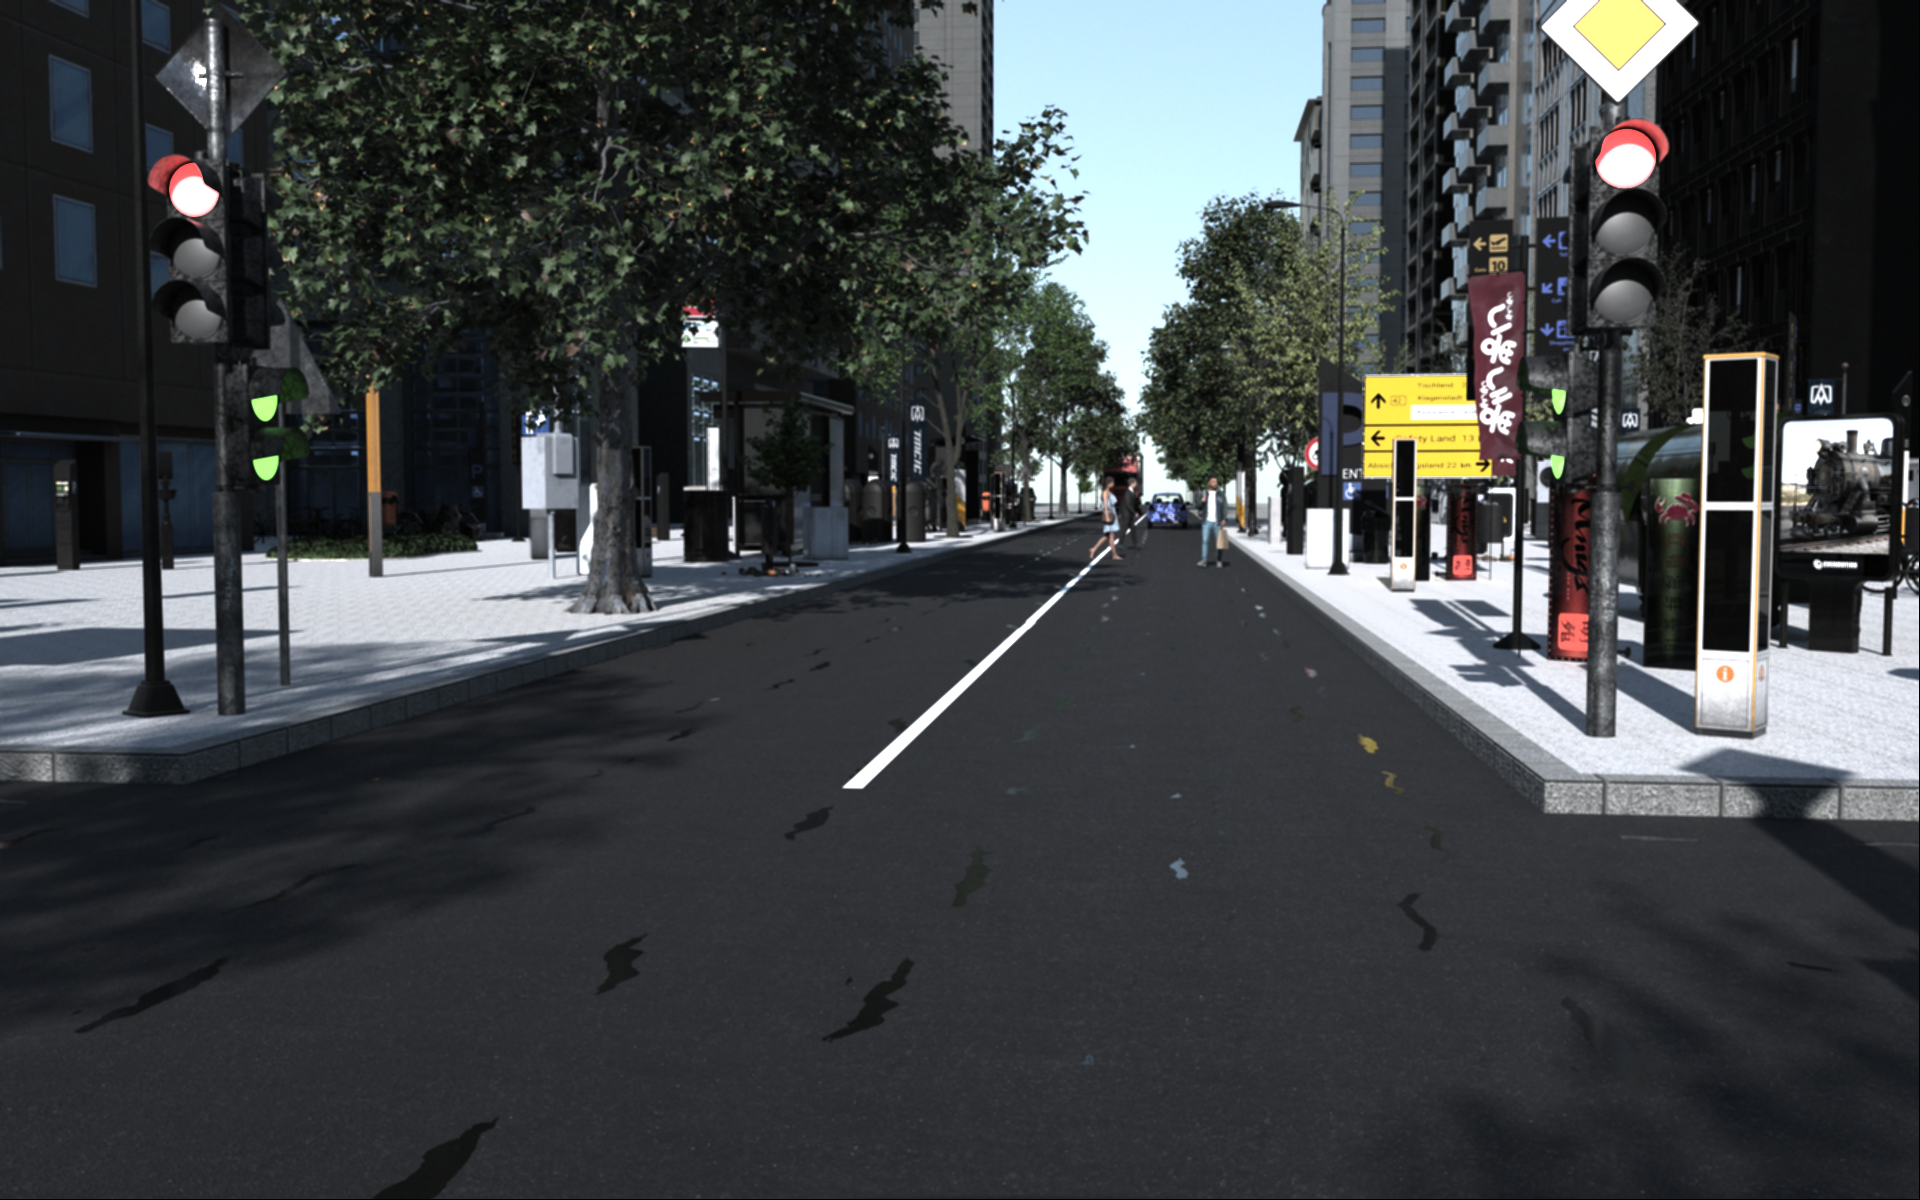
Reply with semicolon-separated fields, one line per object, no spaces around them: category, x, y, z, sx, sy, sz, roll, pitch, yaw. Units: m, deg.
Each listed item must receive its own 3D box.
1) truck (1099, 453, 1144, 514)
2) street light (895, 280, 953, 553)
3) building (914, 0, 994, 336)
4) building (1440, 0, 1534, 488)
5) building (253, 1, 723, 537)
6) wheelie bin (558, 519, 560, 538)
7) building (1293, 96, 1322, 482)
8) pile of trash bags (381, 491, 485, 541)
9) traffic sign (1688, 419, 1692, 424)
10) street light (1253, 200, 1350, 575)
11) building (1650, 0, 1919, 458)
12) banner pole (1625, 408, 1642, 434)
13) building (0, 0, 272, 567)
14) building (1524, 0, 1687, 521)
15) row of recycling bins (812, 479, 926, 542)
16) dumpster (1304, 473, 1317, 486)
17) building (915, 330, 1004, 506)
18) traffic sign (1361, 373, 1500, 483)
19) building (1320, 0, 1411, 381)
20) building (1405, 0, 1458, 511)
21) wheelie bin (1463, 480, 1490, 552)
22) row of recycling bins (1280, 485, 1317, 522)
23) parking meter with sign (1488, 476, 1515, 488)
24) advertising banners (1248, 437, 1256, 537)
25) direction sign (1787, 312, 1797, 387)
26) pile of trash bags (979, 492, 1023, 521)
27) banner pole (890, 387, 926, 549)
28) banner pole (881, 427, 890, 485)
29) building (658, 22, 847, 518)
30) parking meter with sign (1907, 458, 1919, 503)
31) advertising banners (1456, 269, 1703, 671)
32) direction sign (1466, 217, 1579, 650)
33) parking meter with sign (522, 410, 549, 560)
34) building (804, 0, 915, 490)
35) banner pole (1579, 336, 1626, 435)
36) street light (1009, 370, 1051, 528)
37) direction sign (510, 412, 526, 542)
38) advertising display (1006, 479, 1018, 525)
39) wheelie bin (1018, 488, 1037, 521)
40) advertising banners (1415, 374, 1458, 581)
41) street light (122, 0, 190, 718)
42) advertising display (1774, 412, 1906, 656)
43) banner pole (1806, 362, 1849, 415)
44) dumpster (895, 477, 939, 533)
truck;11.315;-8.024;120.100;2.839;4.237;11.283;0;4;8
street light;-0.696;-3.981;37.630;1.470;5.913;1.316;0;4;7
building;-4.127;-47.935;221.987;20.563;71.187;20.611;0;4;7
building;41.779;-29.652;104.422;23.786;49.044;30.456;0;4;7
building;-21.985;-46.061;65.762;22.319;86.520;31.000;0;4;7
wheelie bin;-10.878;-2.315;45.763;0.980;1.594;0.693;0;4;6
building;58.455;-38.849;224.421;28.713;52.752;27.495;0;4;7
pile of trash bags;-14.197;-2.200;45.730;1.912;1.369;3.447;1;4;18
traffic sign;10.030;-1.290;23.218;0.606;2.300;0.079;1;4;14
street light;5.500;-3.362;27.515;1.470;5.913;1.316;0;4;7
building;30.015;-13.678;53.311;12.332;23.373;15.834;0;4;7
banner pole;17.021;-3.331;44.482;0.863;3.779;0.401;0;4;8
building;-23.252;-23.351;31.901;14.600;45.320;14.200;0;4;7
building;31.706;-15.499;71.430;12.078;24.808;19.932;0;4;7
row of recycling bins;-2.571;-2.423;46.733;3.534;1.692;1.069;1;4;21
dumpster;17.085;-4.915;82.855;1.502;2.255;1.985;0;4;7
building;-10.061;-21.669;199.327;27.650;21.520;28.899;0;4;7
traffic sign;7.929;-2.162;29.227;2.265;3.308;0.079;1;4;12
building;51.587;-40.036;196.587;21.231;58.520;28.212;0;4;7
building;43.237;-42.284;129.600;20.563;71.187;20.611;0;4;7
wheelie bin;11.382;-1.871;38.507;0.693;1.594;0.980;-1;4;-20
row of recycling bins;15.864;-4.469;80.187;1.069;1.692;3.534;2;4;35
parking meter with sign;19.830;-4.091;63.142;0.543;3.016;1.738;-1;4;-23
advertising banners;8.911;-3.456;52.696;0.090;3.025;2.074;1;4;15
direction sign;10.520;-1.834;21.978;0.379;3.537;0.876;2;4;30
pile of trash bags;1.767;-4.396;81.627;1.912;1.369;3.447;1;4;21
banner pole;-1.118;-3.095;40.620;0.863;3.779;0.401;-3;4;-37
banner pole;-2.618;-4.546;64.338;0.863;3.779;0.401;0;4;4
building;-22.319;-31.293;100.873;28.713;52.752;27.495;0;4;7
parking meter with sign;20.190;-2.494;37.031;1.738;3.016;0.543;0;4;8
advertising banners;4.743;-1.036;13.132;0.090;3.025;2.074;-3;5;-42
direction sign;4.642;-1.366;14.333;0.876;3.537;0.379;1;4;18
parking meter with sign;-8.425;-2.346;34.626;0.543;3.016;1.738;-1;4;-17
building;-11.443;-29.719;136.009;14.600;45.320;14.200;0;4;7
banner pole;9.002;-2.128;24.814;0.401;3.779;0.863;-1;4;-20
street light;2.529;-5.641;64.768;1.470;5.913;1.316;0;4;7
direction sign;-11.969;-3.356;46.872;0.379;3.537;0.876;0;4;7
advertising display;1.937;-4.108;72.385;0.974;1.923;0.123;-1;4;-14
wheelie bin;3.207;-4.650;83.938;0.980;1.594;0.693;-1;4;-23
advertising banners;7.419;-1.802;25.649;2.074;3.025;0.090;-1;4;-14
street light;-4.154;-2.282;9.854;1.470;5.913;1.316;0;4;7
advertising display;7.113;-0.540;14.049;0.123;1.923;0.974;-3;4;-36
banner pole;16.608;-2.636;33.114;0.863;3.779;0.401;1;4;20
dumpster;-1.447;-3.175;57.672;1.264;1.857;1.865;0;4;7
